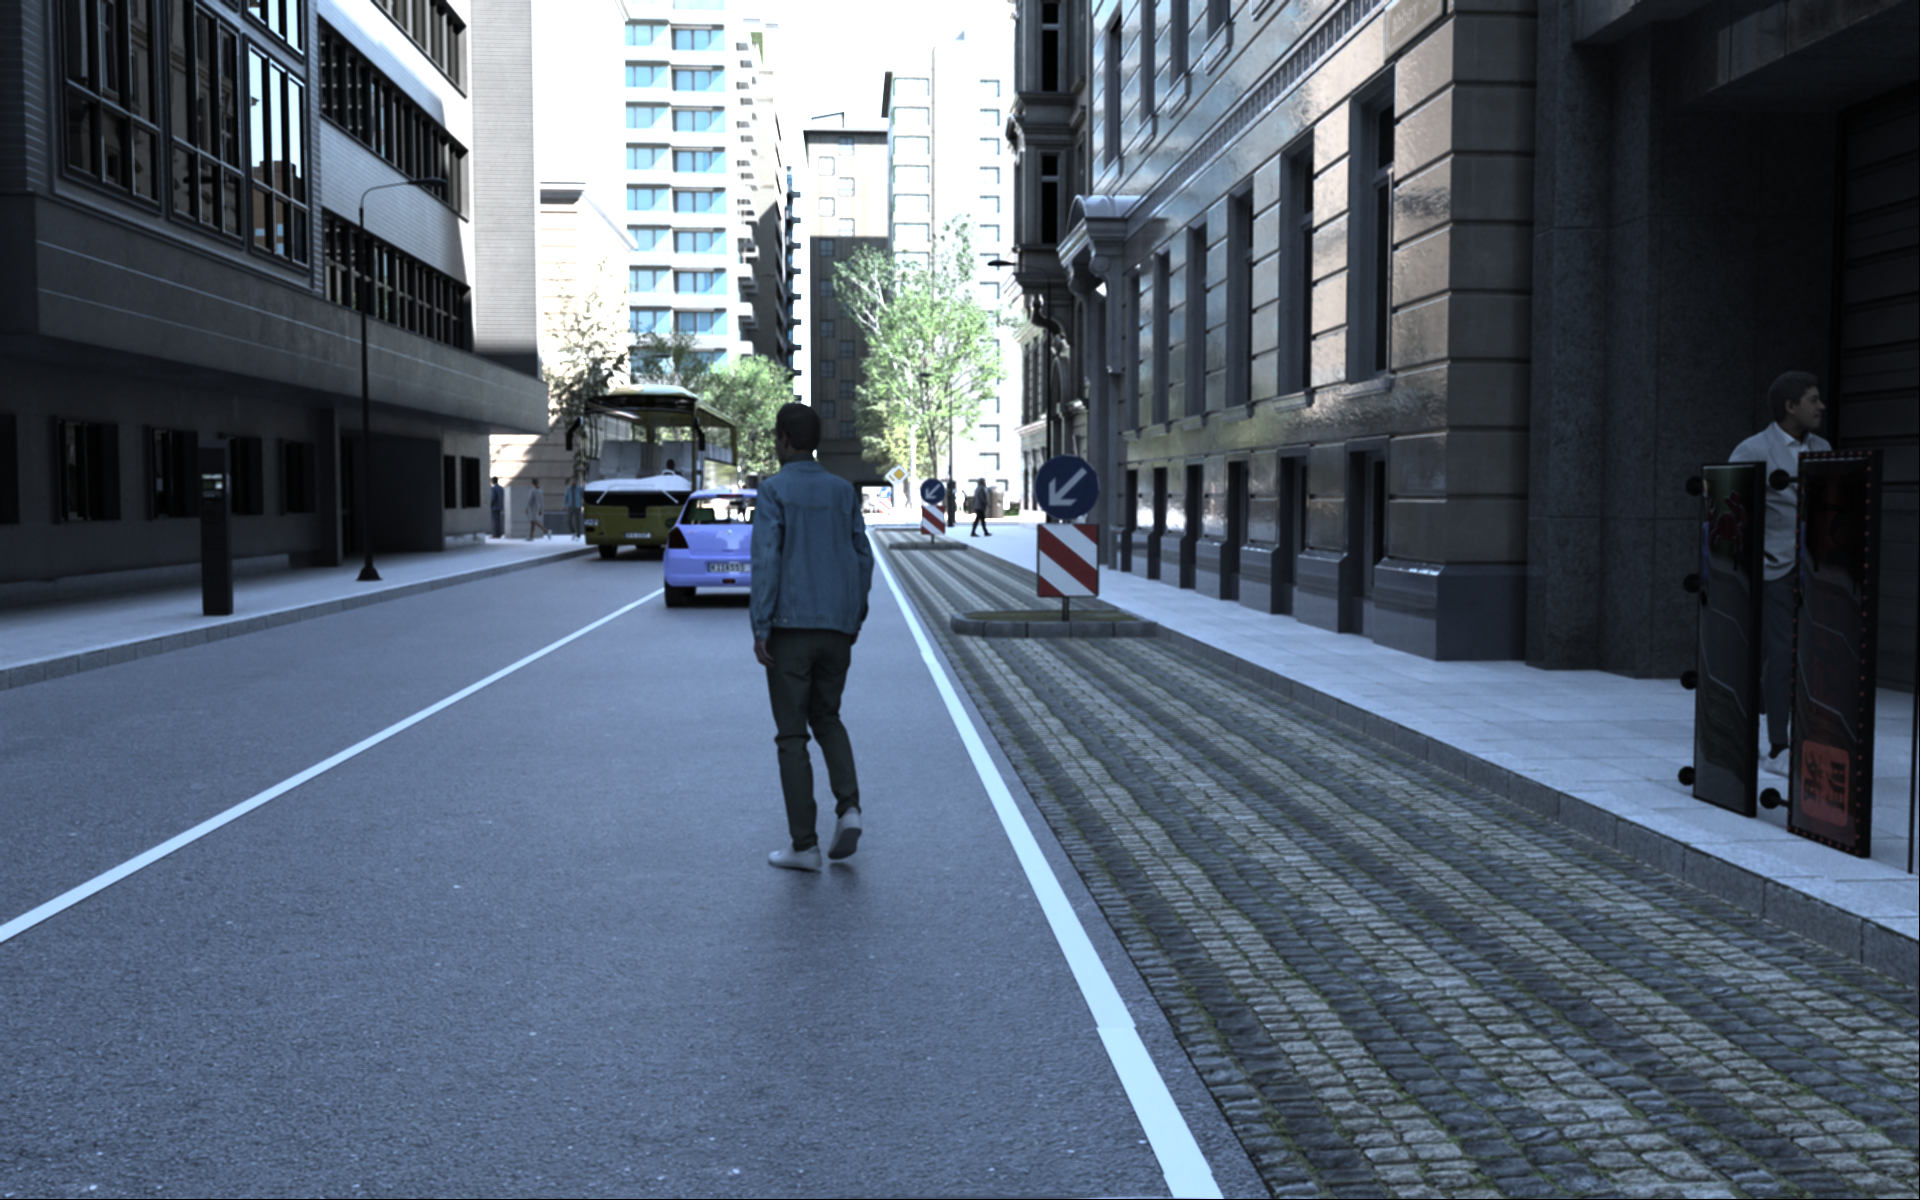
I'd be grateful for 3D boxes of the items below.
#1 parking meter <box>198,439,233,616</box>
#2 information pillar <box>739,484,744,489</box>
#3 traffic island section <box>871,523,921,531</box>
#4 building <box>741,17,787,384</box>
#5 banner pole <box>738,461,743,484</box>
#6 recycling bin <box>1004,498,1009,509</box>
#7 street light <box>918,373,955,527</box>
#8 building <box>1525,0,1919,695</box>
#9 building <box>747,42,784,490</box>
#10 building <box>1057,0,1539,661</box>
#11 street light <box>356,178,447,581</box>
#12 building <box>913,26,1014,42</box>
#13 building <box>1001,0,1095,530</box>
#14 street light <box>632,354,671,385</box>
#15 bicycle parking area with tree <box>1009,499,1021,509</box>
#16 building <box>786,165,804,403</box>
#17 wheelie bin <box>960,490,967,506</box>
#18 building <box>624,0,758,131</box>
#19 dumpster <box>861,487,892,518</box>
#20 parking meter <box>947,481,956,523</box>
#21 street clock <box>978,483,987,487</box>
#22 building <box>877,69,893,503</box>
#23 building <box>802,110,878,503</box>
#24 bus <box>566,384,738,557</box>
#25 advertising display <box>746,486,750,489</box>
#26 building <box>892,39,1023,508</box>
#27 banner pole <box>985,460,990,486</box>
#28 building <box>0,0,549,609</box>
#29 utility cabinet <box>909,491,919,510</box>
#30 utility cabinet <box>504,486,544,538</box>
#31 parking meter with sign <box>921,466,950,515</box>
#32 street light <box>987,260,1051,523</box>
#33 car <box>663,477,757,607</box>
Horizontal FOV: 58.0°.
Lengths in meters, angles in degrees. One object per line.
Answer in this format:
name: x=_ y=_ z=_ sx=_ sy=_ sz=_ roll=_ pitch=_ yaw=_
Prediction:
parking meter: x=-7.884 y=-0.773 z=18.351 sx=0.255 sy=1.863 sz=0.399 roll=-1 pitch=4 yaw=-14
information pillar: x=-16.419 y=-7.691 z=130.237 sx=0.304 sy=2.012 sz=0.304 roll=-2 pitch=4 yaw=-33
traffic island section: x=-2.841 y=-3.249 z=75.394 sx=2.009 sy=0.180 sz=2.903 roll=0 pitch=4 yaw=-4
building: x=-35.529 y=-41.027 z=212.783 sx=28.212 sy=58.520 sz=21.231 roll=0 pitch=4 yaw=-4
banner pole: x=-16.597 y=-8.630 z=131.125 sx=0.401 sy=3.779 sz=0.863 roll=1 pitch=4 yaw=18
recycling bin: x=2.841 y=-6.382 z=116.902 sx=0.722 sy=1.027 sz=0.722 roll=-1 pitch=4 yaw=-22
street light: x=-0.895 y=-5.753 z=66.605 sx=1.470 sy=5.913 sz=1.316 roll=0 pitch=4 yaw=-4
building: x=10.871 y=-11.295 z=2.698 sx=12.078 sy=24.808 sz=19.932 roll=0 pitch=4 yaw=-4
building: x=-30.465 y=-34.632 z=189.937 sx=21.300 sy=48.544 sz=21.600 roll=0 pitch=4 yaw=-4
building: x=9.222 y=-14.471 z=22.501 sx=13.634 sy=28.700 sz=20.117 roll=0 pitch=4 yaw=-4
street light: x=-8.234 y=-3.243 z=25.562 sx=1.470 sy=5.913 sz=1.316 roll=0 pitch=4 yaw=-4
building: x=4.229 y=-34.453 z=182.916 sx=23.786 sy=49.044 sz=30.456 roll=0 pitch=4 yaw=-4
building: x=8.549 y=-14.126 z=50.051 sx=14.460 sy=24.649 sz=34.723 roll=0 pitch=4 yaw=-4
street light: x=-10.307 y=-5.203 z=57.602 sx=1.470 sy=5.913 sz=1.316 roll=0 pitch=4 yaw=-4
bicycle parking area with tree: x=6.686 y=-8.768 z=130.367 sx=9.016 sy=4.147 sz=8.231 roll=1 pitch=4 yaw=10
building: x=-37.295 y=-38.128 z=242.998 sx=30.456 sy=49.044 sz=23.786 roll=0 pitch=4 yaw=-4
wheelie bin: x=0.193 y=-8.686 z=149.922 sx=0.693 sy=1.594 sz=0.980 roll=-1 pitch=4 yaw=-11
building: x=-30.594 y=-33.289 z=163.878 sx=23.786 sy=49.044 sz=30.456 roll=0 pitch=4 yaw=-4
dumpster: x=-5.090 y=-5.960 z=105.654 sx=1.865 sy=1.857 sz=1.264 roll=0 pitch=4 yaw=-4
parking meter: x=-0.379 y=-4.329 z=76.491 sx=0.255 sy=1.863 sz=0.399 roll=2 pitch=4 yaw=32
street clock: x=1.366 y=-6.165 z=105.366 sx=0.471 sy=2.002 sz=0.358 roll=2 pitch=4 yaw=28
building: x=4.887 y=-38.109 z=212.321 sx=28.713 sy=52.752 sz=27.495 roll=0 pitch=4 yaw=-4
building: x=-8.255 y=-40.229 z=246.980 sx=27.495 sy=52.752 sz=28.713 roll=0 pitch=4 yaw=-4
bus: x=-7.152 y=-3.114 z=42.456 sx=2.896 sy=3.916 sz=12.252 roll=0 pitch=4 yaw=-3
advertising display: x=-16.981 y=-8.019 z=136.318 sx=0.974 sy=1.923 sz=0.123 roll=1 pitch=4 yaw=17
building: x=0.756 y=-29.155 z=160.284 sx=14.154 sy=41.232 sz=14.086 roll=0 pitch=4 yaw=-4
banner pole: x=2.009 y=-8.439 z=128.001 sx=0.401 sy=3.779 sz=0.863 roll=2 pitch=4 yaw=34
building: x=-16.702 y=-12.849 z=29.153 sx=14.314 sy=24.678 sz=30.058 roll=0 pitch=4 yaw=-4
utility cabinet: x=-3.782 y=-8.138 z=141.727 sx=0.318 sy=1.500 sz=1.173 roll=-3 pitch=4 yaw=-36
utility cabinet: x=-12.542 y=-2.514 z=49.784 sx=0.318 sy=1.500 sz=1.173 roll=3 pitch=4 yaw=36
parking meter with sign: x=-1.523 y=-6.713 z=106.025 sx=1.738 sy=3.016 sz=0.543 roll=-2 pitch=4 yaw=-30
street light: x=1.235 y=-3.794 z=34.569 sx=1.470 sy=5.913 sz=1.316 roll=0 pitch=4 yaw=-4
car: x=-3.031 y=-0.844 z=23.383 sx=1.945 sy=1.707 sz=3.694 roll=0 pitch=4 yaw=-5
